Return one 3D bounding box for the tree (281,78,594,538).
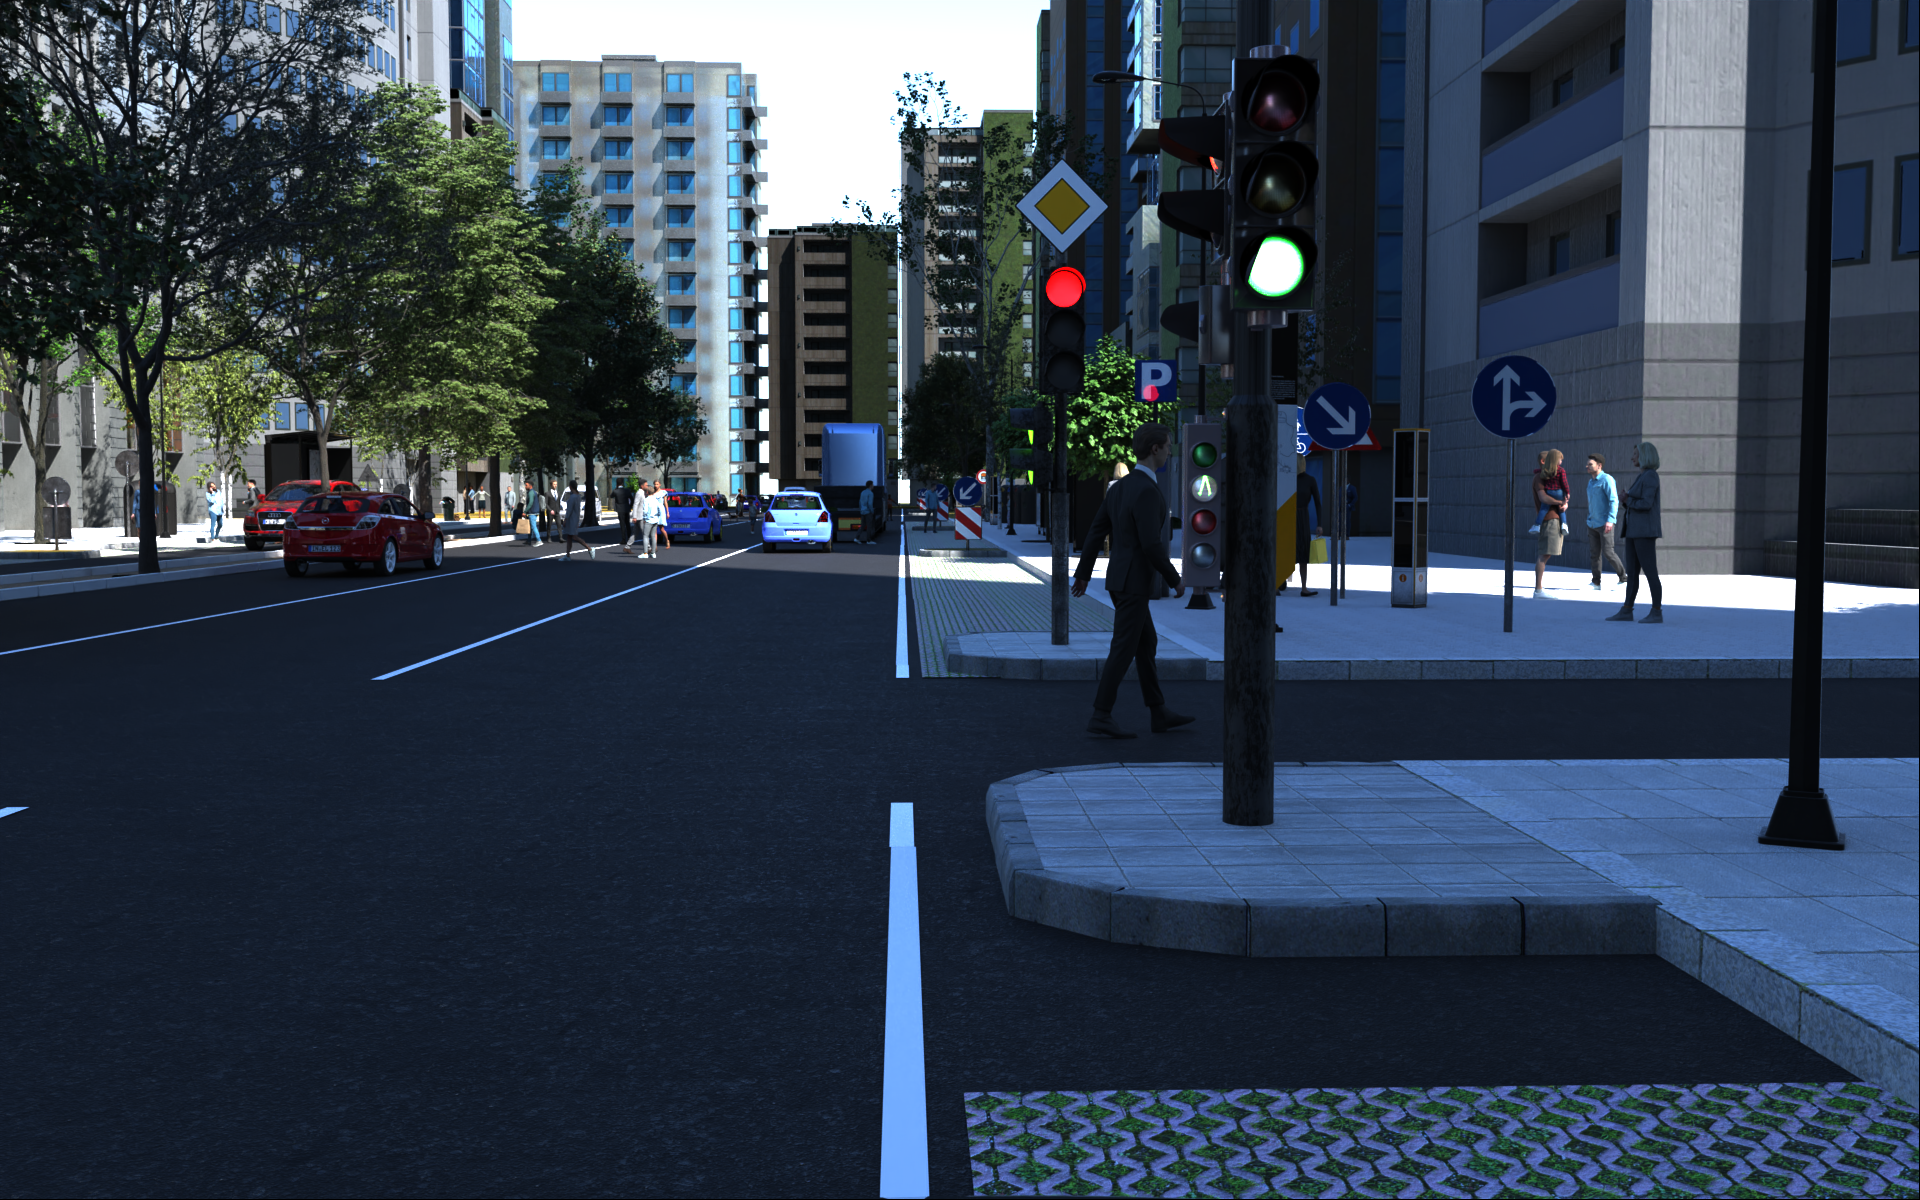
[{"bbox_3d":[-14.858,-7.782,47.821,7.486,12.596,7.792,0,3,0],"label":"tree"}]

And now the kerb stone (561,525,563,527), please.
[{"bbox_3d":[-16.583,-3.028,71.697,0.120,0.150,1.000,0,4,-2],"label":"kerb stone"}]

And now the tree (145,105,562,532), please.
[{"bbox_3d":[-14.330,-6.268,39.354,8.767,10.594,7.601,0,4,-2],"label":"tree"}]

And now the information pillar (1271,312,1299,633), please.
[{"bbox_3d":[2.880,-1.508,16.010,0.504,3.616,0.183,-1,4,-22],"label":"information pillar"}]

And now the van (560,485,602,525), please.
[{"bbox_3d":[-18.190,-4.629,82.702,2.013,2.044,4.112,0,4,-3],"label":"van"}]

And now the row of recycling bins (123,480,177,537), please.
[{"bbox_3d":[-24.736,-2.798,52.853,1.069,1.692,3.534,-1,4,-12],"label":"row of recycling bins"}]

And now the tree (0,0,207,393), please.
[{"bbox_3d":[-13.477,-6.008,17.701,9.611,12.733,9.660,0,3,0],"label":"tree"}]

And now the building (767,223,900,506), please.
[{"bbox_3d":[-13.563,-25.427,187.440,14.107,30.474,14.160,0,4,-2],"label":"building"}]

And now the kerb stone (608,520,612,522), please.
[{"bbox_3d":[-16.952,-3.717,82.965,0.120,0.150,1.000,0,4,-2],"label":"kerb stone"}]

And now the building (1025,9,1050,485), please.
[{"bbox_3d":[13.473,-28.566,150.647,14.154,41.232,14.086,0,4,-2],"label":"building"}]

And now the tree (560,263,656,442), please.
[{"bbox_3d":[-15.178,-7.719,63.080,8.767,10.594,7.601,0,4,-2],"label":"tree"}]

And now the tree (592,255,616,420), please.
[{"bbox_3d":[-14.968,-8.245,55.393,7.486,12.596,7.792,0,3,0],"label":"tree"}]

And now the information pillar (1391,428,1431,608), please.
[{"bbox_3d":[5.086,-0.921,19.558,0.304,2.012,0.304,3,5,44],"label":"information pillar"}]

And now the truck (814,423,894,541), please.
[{"bbox_3d":[-3.970,-4.305,60.149,2.967,4.110,18.799,0,4,-1],"label":"truck"}]

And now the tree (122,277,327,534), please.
[{"bbox_3d":[-23.665,-6.463,56.030,4.737,8.622,4.395,0,3,0],"label":"tree"}]

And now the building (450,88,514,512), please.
[{"bbox_3d":[-40.675,-21.523,123.600,14.160,30.474,14.107,0,4,-2],"label":"building"}]

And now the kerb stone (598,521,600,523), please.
[{"bbox_3d":[-16.851,-3.529,79.898,0.120,0.150,1.000,0,4,-2],"label":"kerb stone"}]

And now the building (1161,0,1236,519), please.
[{"bbox_3d":[16.091,-24.229,79.737,14.154,41.232,14.086,0,4,-2],"label":"building"}]

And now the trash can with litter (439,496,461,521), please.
[{"bbox_3d":[-24.158,-4.325,82.108,0.624,1.170,1.055,1,4,15],"label":"trash can with litter"}]

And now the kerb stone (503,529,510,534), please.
[{"bbox_3d":[-16.235,-2.398,61.462,0.120,0.150,1.000,0,4,-2],"label":"kerb stone"}]

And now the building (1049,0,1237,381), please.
[{"bbox_3d":[14.504,-29.726,136.122,14.600,45.320,14.200,0,4,-2],"label":"building"}]

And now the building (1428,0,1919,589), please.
[{"bbox_3d":[24.591,-29.883,30.582,28.212,58.520,21.231,0,4,-2],"label":"building"}]

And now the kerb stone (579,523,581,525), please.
[{"bbox_3d":[-16.714,-3.273,75.791,0.120,0.150,1.000,0,4,-2],"label":"kerb stone"}]

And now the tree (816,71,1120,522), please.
[{"bbox_3d":[-0.010,-13.673,79.448,12.611,20.169,13.585,0,3,0],"label":"tree"}]

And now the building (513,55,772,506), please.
[{"bbox_3d":[-36.100,-34.995,191.780,30.456,49.044,23.786,0,4,-2],"label":"building"}]

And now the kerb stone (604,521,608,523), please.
[{"bbox_3d":[-16.917,-3.654,81.943,0.120,0.150,1.000,0,4,-2],"label":"kerb stone"}]

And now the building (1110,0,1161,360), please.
[{"bbox_3d":[19.378,-48.904,112.256,22.319,86.520,31.000,0,4,-2],"label":"building"}]

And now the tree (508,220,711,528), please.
[{"bbox_3d":[-15.457,-9.337,72.123,9.611,12.733,9.660,0,3,0],"label":"tree"}]

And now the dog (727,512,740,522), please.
[{"bbox_3d":[-11.693,-4.286,89.369,0.540,0.507,0.406,-3,5,-44],"label":"dog"}]

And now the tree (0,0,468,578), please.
[{"bbox_3d":[-13.901,-7.119,29.222,12.009,13.543,11.850,0,3,0],"label":"tree"}]

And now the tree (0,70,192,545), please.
[{"bbox_3d":[-23.529,-7.216,43.745,9.928,11.665,9.643,0,3,0],"label":"tree"}]

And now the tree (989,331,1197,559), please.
[{"bbox_3d":[3.054,-3.135,34.978,4.285,4.588,4.351,0,3,0],"label":"tree"}]

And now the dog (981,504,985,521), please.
[{"bbox_3d":[1.295,-4.130,81.903,0.800,0.831,0.513,-1,4,-18],"label":"dog"}]

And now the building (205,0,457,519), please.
[{"bbox_3d":[-44.144,-34.220,101.497,21.231,58.520,28.212,0,4,-2],"label":"building"}]

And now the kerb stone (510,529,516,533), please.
[{"bbox_3d":[-16.270,-2.464,62.483,0.120,0.150,1.000,0,4,-2],"label":"kerb stone"}]

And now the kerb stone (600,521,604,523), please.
[{"bbox_3d":[-16.887,-3.589,80.921,0.120,0.150,1.000,0,4,-2],"label":"kerb stone"}]

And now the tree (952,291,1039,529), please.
[{"bbox_3d":[1.530,-6.864,62.586,4.360,8.622,3.978,0,3,0],"label":"tree"}]

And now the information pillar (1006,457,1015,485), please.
[{"bbox_3d":[2.545,-5.914,88.051,0.504,3.616,0.183,1,4,9],"label":"information pillar"}]

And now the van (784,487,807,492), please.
[{"bbox_3d":[-9.637,-5.804,101.906,2.013,2.044,4.112,0,4,-3],"label":"van"}]

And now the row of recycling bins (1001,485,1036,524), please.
[{"bbox_3d":[2.587,-4.170,75.297,1.069,1.692,3.534,-1,4,-22],"label":"row of recycling bins"}]

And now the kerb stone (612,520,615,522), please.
[{"bbox_3d":[-16.986,-3.780,84.002,0.120,0.150,1.000,0,4,-2],"label":"kerb stone"}]

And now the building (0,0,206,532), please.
[{"bbox_3d":[-37.927,-17.286,60.124,11.434,29.767,29.804,0,4,-2],"label":"building"}]

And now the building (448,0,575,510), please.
[{"bbox_3d":[-50.012,-50.770,142.762,31.000,86.520,22.319,0,4,-2],"label":"building"}]

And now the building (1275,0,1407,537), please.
[{"bbox_3d":[17.435,-24.919,57.543,14.600,45.320,14.200,0,4,-2],"label":"building"}]

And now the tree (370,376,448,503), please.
[{"bbox_3d":[-24.396,-7.731,76.770,4.360,8.622,3.978,0,3,0],"label":"tree"}]

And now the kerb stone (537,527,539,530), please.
[{"bbox_3d":[-16.443,-2.777,67.605,0.120,0.150,1.000,0,4,-2],"label":"kerb stone"}]

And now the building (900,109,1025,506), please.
[{"bbox_3d":[0.528,-30.819,187.488,14.086,41.232,14.154,0,4,-2],"label":"building"}]

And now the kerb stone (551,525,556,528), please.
[{"bbox_3d":[-16.518,-2.903,69.652,0.120,0.150,1.000,0,4,-2],"label":"kerb stone"}]

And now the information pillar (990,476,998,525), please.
[{"bbox_3d":[1.439,-4.116,71.786,0.304,2.012,0.304,-1,4,-23],"label":"information pillar"}]
